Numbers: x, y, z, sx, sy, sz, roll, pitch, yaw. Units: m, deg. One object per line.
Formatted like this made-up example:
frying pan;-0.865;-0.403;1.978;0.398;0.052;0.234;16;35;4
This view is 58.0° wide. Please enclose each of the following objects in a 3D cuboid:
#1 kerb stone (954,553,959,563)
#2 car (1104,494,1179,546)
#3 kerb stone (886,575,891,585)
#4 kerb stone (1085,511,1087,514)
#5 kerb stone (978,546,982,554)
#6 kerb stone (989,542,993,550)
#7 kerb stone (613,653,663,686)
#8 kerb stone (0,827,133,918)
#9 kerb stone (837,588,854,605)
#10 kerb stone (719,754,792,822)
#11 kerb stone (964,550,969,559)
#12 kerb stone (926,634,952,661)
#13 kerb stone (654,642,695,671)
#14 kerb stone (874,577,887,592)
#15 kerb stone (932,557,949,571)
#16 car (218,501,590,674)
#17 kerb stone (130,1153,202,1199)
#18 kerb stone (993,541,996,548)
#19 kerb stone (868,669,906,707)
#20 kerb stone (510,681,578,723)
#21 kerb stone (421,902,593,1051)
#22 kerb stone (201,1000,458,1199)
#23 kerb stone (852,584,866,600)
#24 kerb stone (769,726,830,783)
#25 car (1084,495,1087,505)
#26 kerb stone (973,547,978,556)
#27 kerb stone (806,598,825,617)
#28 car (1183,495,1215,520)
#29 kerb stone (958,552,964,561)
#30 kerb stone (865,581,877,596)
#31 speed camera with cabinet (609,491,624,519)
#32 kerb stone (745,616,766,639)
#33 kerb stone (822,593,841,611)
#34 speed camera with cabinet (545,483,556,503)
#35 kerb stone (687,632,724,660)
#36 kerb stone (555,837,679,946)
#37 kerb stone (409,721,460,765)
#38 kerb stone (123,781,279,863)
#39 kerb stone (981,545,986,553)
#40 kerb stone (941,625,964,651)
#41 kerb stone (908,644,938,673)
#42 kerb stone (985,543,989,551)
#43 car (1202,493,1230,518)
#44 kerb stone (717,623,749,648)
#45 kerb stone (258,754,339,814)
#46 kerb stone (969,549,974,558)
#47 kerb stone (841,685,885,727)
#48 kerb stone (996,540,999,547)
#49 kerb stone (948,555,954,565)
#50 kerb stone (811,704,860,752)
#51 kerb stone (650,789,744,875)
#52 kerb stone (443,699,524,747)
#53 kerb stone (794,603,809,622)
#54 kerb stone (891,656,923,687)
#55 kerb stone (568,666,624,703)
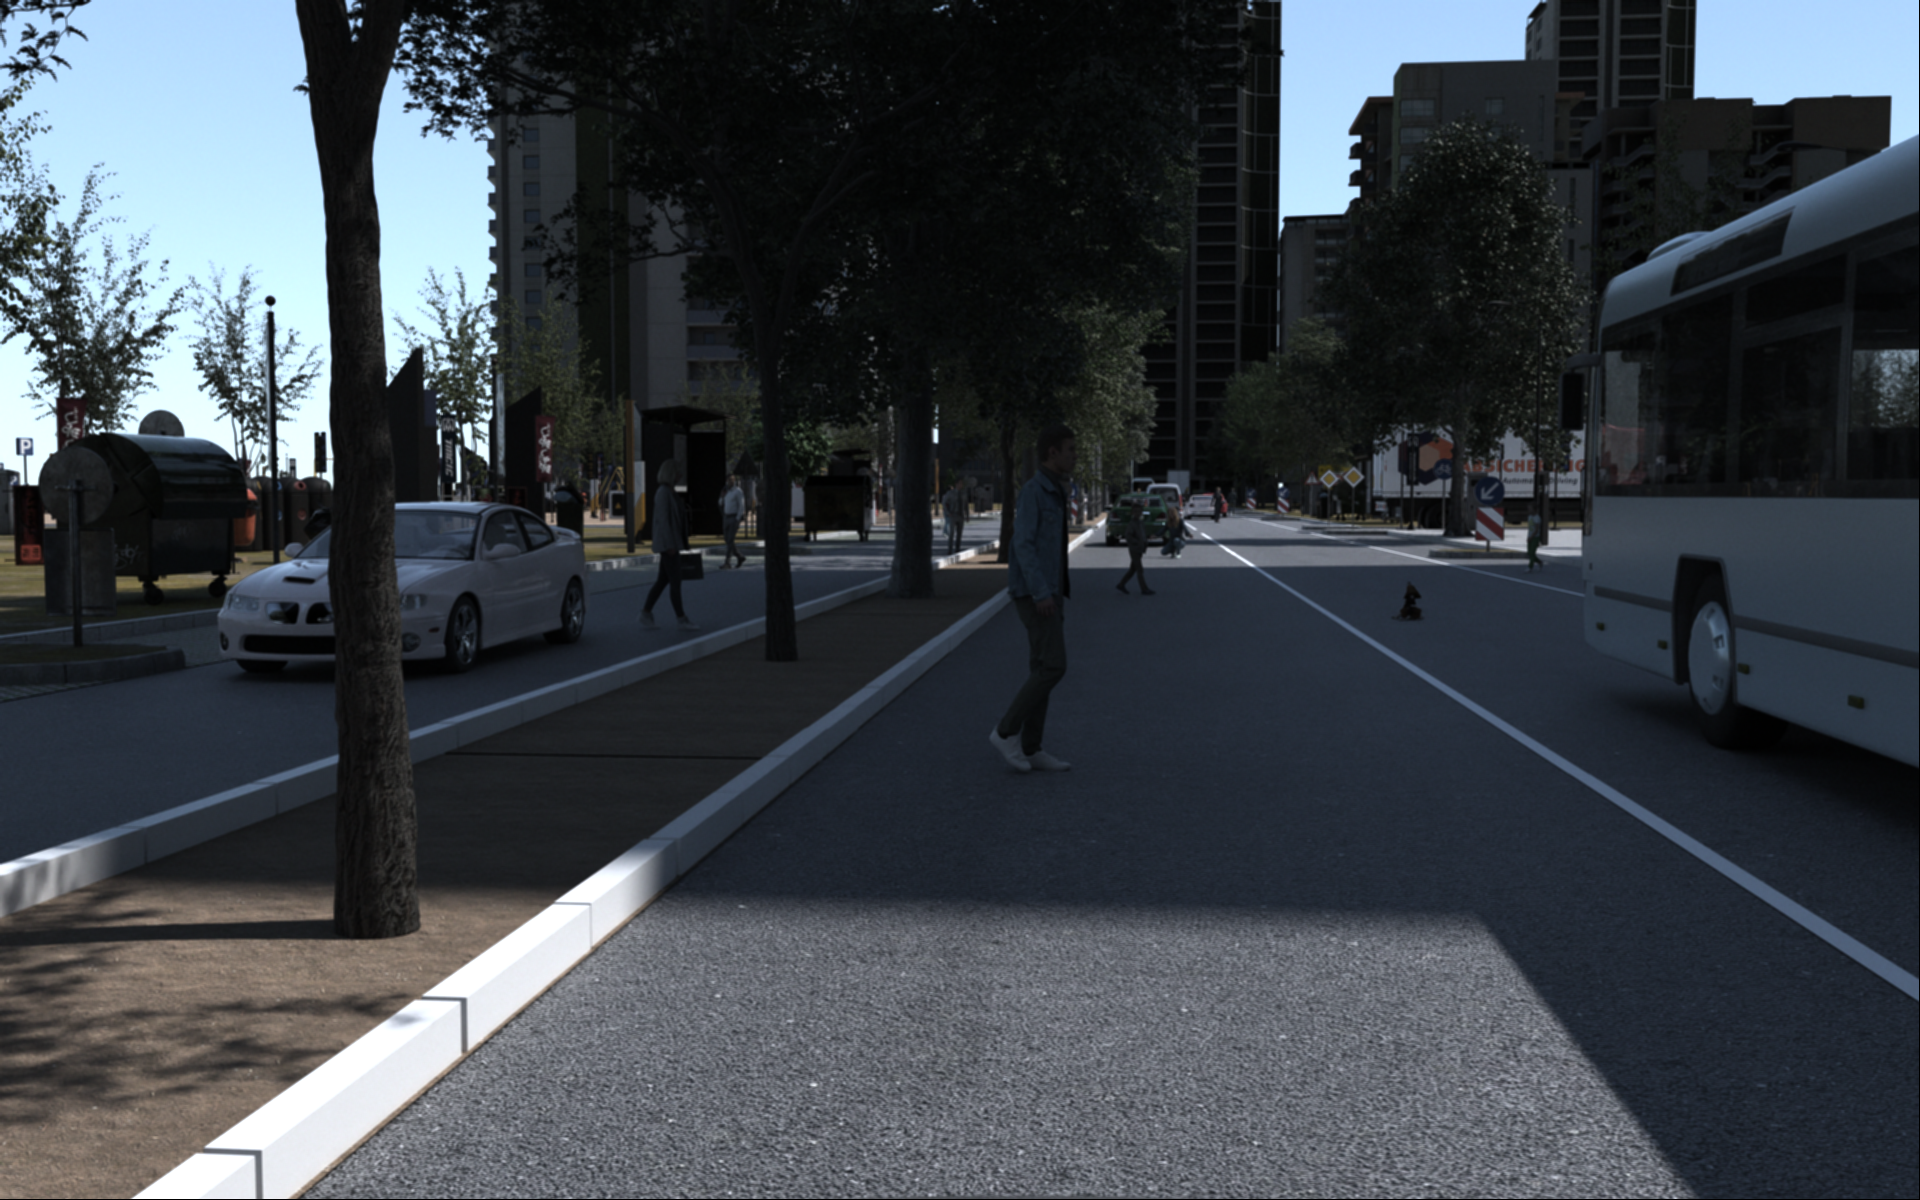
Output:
kerb stone;-0.178;-0.825;35.721;0.120;0.150;1.000;0;4;6
car;5.112;-2.274;48.976;2.131;1.459;4.920;0;4;8
kerb stone;-1.127;-0.267;26.554;0.120;0.150;1.000;0;4;6
kerb stone;9.831;-6.727;132.173;0.120;0.150;1.000;0;4;6
kerb stone;0.354;-1.138;40.807;0.120;0.150;1.000;0;4;6
kerb stone;0.668;-1.325;43.860;0.120;0.150;1.000;0;4;6
kerb stone;-2.498;0.544;13.299;0.120;0.150;1.000;0;4;6
kerb stone;-3.246;0.981;6.164;0.120;0.150;1.000;0;4;6
kerb stone;-1.555;-0.016;22.465;0.120;0.150;1.000;0;4;6
kerb stone;-0.946;0.871;7.977;0.120;0.150;1.000;0;4;6
kerb stone;0.034;-0.952;37.754;0.120;0.150;1.000;0;4;6
kerb stone;-0.209;0.433;15.109;0.120;0.150;1.000;0;4;6
kerb stone;-2.397;0.485;14.320;0.120;0.150;1.000;0;4;6
kerb stone;-1.238;-0.204;25.524;0.120;0.150;1.000;0;4;6
kerb stone;-0.386;-0.703;33.688;0.120;0.150;1.000;0;4;6
car;-4.734;-0.186;15.401;2.083;1.381;4.827;0;4;5
kerb stone;-1.481;1.185;2.879;0.120;0.150;1.000;0;4;6
kerb stone;0.766;-1.387;44.877;0.120;0.150;1.000;0;4;6
kerb stone;-0.523;0.621;12.043;0.120;0.150;1.000;0;4;6
kerb stone;-2.720;0.670;11.248;0.120;0.150;1.000;0;4;6
kerb stone;-1.265;1.057;4.919;0.120;0.150;1.000;0;4;6
kerb stone;-1.374;1.120;3.896;0.120;0.150;1.000;0;4;6
kerb stone;-1.446;-0.079;23.487;0.120;0.150;1.000;0;4;6
kerb stone;-0.839;0.807;8.993;0.120;0.150;1.000;0;4;6
car;14.452;-11.500;200.393;2.083;1.381;4.827;0;4;5
kerb stone;0.244;-1.076;39.787;0.120;0.150;1.000;0;4;6
kerb stone;-1.769;0.108;20.428;0.120;0.150;1.000;0;4;6
car;13.712;-5.261;98.382;2.083;1.381;4.827;0;4;4
kerb stone;-0.069;-0.889;36.737;0.120;0.150;1.000;0;4;6
kerb stone;-1.339;-0.138;24.508;0.120;0.150;1.000;0;4;6
speed camera with cabinet;-17.337;-5.890;90.642;2.038;3.252;0.660;-1;4;-13
kerb stone;-2.081;0.295;17.369;0.120;0.150;1.000;0;4;6
kerb stone;-1.656;0.046;21.448;0.120;0.150;1.000;0;4;6
speed camera with cabinet;-32.694;-8.736;137.170;2.038;3.252;0.660;2;4;32
kerb stone;-2.288;0.420;15.336;0.120;0.150;1.000;0;4;6
kerb stone;-1.165;0.994;5.936;0.120;0.150;1.000;0;4;6
kerb stone;-2.929;0.797;9.215;0.120;0.150;1.000;0;4;6
kerb stone;-3.143;0.920;7.181;0.120;0.150;1.000;0;4;6
kerb stone;0.454;-1.201;41.826;0.120;0.150;1.000;0;4;6
kerb stone;-0.097;0.373;16.125;0.120;0.150;1.000;0;4;6
kerb stone;-0.316;0.496;14.092;0.120;0.150;1.000;0;4;6
kerb stone;0.560;-1.263;42.843;0.120;0.150;1.000;0;4;6
car;15.639;-6.016;107.405;2.155;1.783;4.494;0;4;7
kerb stone;-2.189;0.357;16.353;0.120;0.150;1.000;0;4;6
kerb stone;-3.039;0.856;8.199;0.120;0.150;1.000;0;4;6
kerb stone;0.147;-1.011;38.770;0.120;0.150;1.000;0;4;6
kerb stone;-0.630;0.688;11.027;0.120;0.150;1.000;0;4;6
kerb stone;0.874;-1.447;45.893;0.120;0.150;1.000;0;4;6
kerb stone;-0.289;-0.765;34.705;0.120;0.150;1.000;0;4;6
kerb stone;-0.731;0.749;10.010;0.120;0.150;1.000;0;4;6
kerb stone;-1.050;0.932;6.961;0.120;0.150;1.000;0;4;6
kerb stone;-2.825;0.732;10.232;0.120;0.150;1.000;0;4;6
kerb stone;-1.870;0.171;19.407;0.120;0.150;1.000;0;4;6
kerb stone;-0.421;0.562;13.060;0.120;0.150;1.000;0;4;6
kerb stone;-2.607;0.608;12.276;0.120;0.150;1.000;0;4;6
